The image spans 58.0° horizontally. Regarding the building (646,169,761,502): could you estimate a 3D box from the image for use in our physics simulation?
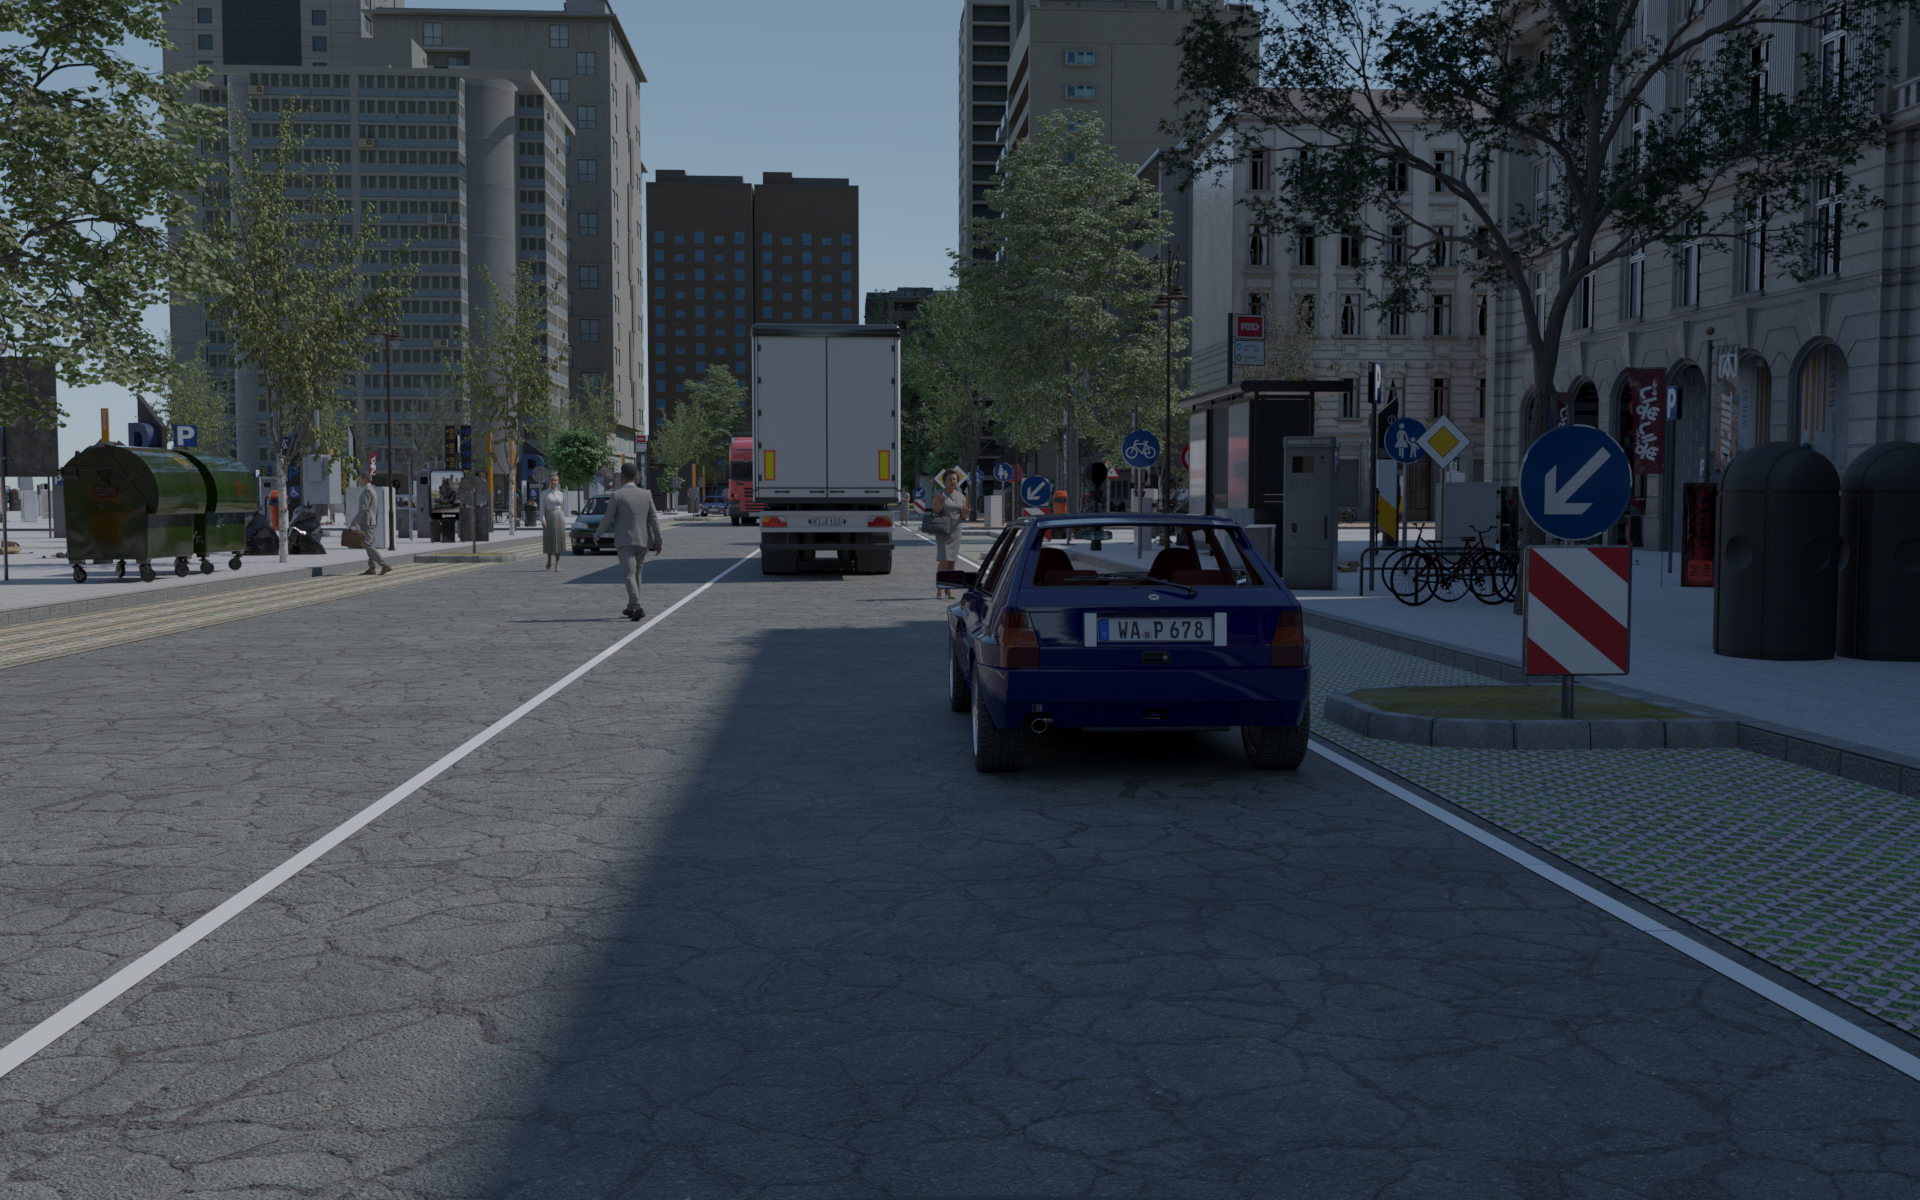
[{"bbox_3d":[-35.752,-36.206,242.085,14.200,45.320,14.600,0,4,-4],"label":"building"}]

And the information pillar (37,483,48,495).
[{"bbox_3d":[-63.204,-7.025,119.348,0.304,2.012,0.304,-2,4,-32],"label":"information pillar"}]

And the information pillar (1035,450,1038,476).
[{"bbox_3d":[4.105,-6.226,93.145,0.183,3.616,0.504,1,4,9],"label":"information pillar"}]

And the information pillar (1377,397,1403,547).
[{"bbox_3d":[10.275,-3.075,41.639,0.504,3.616,0.183,0,4,-7],"label":"information pillar"}]

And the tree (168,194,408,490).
[{"bbox_3d":[-16.659,-5.670,43.074,4.360,8.622,3.978,0,3,0],"label":"tree"}]

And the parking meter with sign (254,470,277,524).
[{"bbox_3d":[-29.991,-4.821,75.081,1.738,3.016,0.543,-2,4,-28],"label":"parking meter with sign"}]

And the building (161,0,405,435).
[{"bbox_3d":[-73.816,-46.132,192.516,20.611,71.187,20.563,0,4,-4],"label":"building"}]

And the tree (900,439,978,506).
[{"bbox_3d":[-0.674,-7.210,101.591,4.285,4.588,4.351,0,3,0],"label":"tree"}]

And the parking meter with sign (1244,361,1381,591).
[{"bbox_3d":[4.713,-1.652,23.264,1.738,3.016,0.543,1,4,22],"label":"parking meter with sign"}]

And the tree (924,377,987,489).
[{"bbox_3d":[-0.421,-9.738,109.574,4.737,8.622,4.395,0,3,0],"label":"tree"}]

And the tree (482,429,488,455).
[{"bbox_3d":[-36.748,-10.818,127.244,4.360,8.622,3.978,0,3,0],"label":"tree"}]

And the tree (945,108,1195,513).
[{"bbox_3d":[3.010,-8.189,52.022,7.486,12.596,7.792,0,3,0],"label":"tree"}]

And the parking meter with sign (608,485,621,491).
[{"bbox_3d":[-23.689,-7.589,120.345,1.738,3.016,0.543,1,4,17],"label":"parking meter with sign"}]

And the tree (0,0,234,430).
[{"bbox_3d":[-12.005,-6.151,18.701,7.486,12.596,7.792,0,3,0],"label":"tree"}]

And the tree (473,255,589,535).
[{"bbox_3d":[-14.044,-6.330,53.851,4.737,8.622,4.395,0,3,0],"label":"tree"}]

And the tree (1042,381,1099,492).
[{"bbox_3d":[6.930,-9.717,109.233,4.737,8.622,4.395,0,3,0],"label":"tree"}]

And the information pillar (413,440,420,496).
[{"bbox_3d":[-23.412,-5.094,74.634,0.183,3.616,0.504,-3,5,-45],"label":"information pillar"}]

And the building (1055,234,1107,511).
[{"bbox_3d":[13.349,-18.694,134.524,11.050,23.489,19.941,0,4,-4],"label":"building"}]

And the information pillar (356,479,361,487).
[{"bbox_3d":[-27.278,-4.545,78.810,0.304,2.012,0.304,2,4,35],"label":"information pillar"}]

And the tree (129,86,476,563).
[{"bbox_3d":[-12.405,-4.993,31.998,4.737,8.622,4.395,0,3,0],"label":"tree"}]

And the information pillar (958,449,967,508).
[{"bbox_3d":[0.130,-6.004,89.521,0.504,3.616,0.183,-1,4,-18],"label":"information pillar"}]

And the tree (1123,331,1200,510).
[{"bbox_3d":[9.099,-7.805,77.972,4.737,8.622,4.395,0,3,0],"label":"tree"}]

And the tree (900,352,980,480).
[{"bbox_3d":[-3.069,-13.381,135.789,9.611,12.733,9.660,0,3,0],"label":"tree"}]

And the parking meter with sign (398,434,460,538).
[{"bbox_3d":[-15.491,-3.317,50.494,1.738,3.016,0.543,-1,4,-10],"label":"parking meter with sign"}]

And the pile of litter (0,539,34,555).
[{"bbox_3d":[-20.521,-1.393,36.738,1.176,0.858,1.719,3,5,42],"label":"pile of litter"}]

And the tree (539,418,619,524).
[{"bbox_3d":[-16.318,-5.502,73.673,4.285,4.588,4.351,0,3,0],"label":"tree"}]

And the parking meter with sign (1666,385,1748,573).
[{"bbox_3d":[12.346,-1.938,27.952,1.738,3.016,0.543,0,4,5],"label":"parking meter with sign"}]

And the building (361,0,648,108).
[{"bbox_3d":[-49.513,-36.757,190.217,27.495,52.752,28.713,0,4,-4],"label":"building"}]

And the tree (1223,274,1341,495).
[{"bbox_3d":[10.891,-6.622,58.635,4.360,8.622,3.978,0,3,0],"label":"tree"}]

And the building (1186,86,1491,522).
[{"bbox_3d":[21.006,-14.421,84.930,18.267,20.994,9.793,0,4,-4],"label":"building"}]

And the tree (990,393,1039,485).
[{"bbox_3d":[4.266,-10.762,126.326,4.360,8.622,3.978,0,3,0],"label":"tree"}]

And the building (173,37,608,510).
[{"bbox_3d":[-47.847,-28.142,152.008,32.217,40.220,23.993,0,4,-4],"label":"building"}]

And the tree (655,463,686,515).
[{"bbox_3d":[-18.843,-7.204,112.392,1.663,3.219,1.824,0,3,0],"label":"tree"}]

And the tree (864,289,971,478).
[{"bbox_3d":[-5.148,-18.637,160.608,12.611,20.169,13.585,0,3,0],"label":"tree"}]

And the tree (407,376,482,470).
[{"bbox_3d":[-32.675,-9.571,106.854,4.360,8.622,3.978,0,3,0],"label":"tree"}]

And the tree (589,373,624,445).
[{"bbox_3d":[-22.224,-9.407,104.164,4.737,8.622,4.395,0,3,0],"label":"tree"}]

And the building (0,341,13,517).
[{"bbox_3d":[-35.261,-12.494,40.428,21.152,22.565,11.583,0,4,-4],"label":"building"}]

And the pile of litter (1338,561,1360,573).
[{"bbox_3d":[6.134,-0.925,29.094,1.176,0.858,1.719,1,4,12],"label":"pile of litter"}]

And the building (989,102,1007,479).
[{"bbox_3d":[15.802,-35.140,194.155,23.786,49.044,30.456,0,4,-4],"label":"building"}]

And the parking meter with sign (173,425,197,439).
[{"bbox_3d":[-19.902,-2.950,44.499,0.543,3.016,1.738,-2,4,-26],"label":"parking meter with sign"}]

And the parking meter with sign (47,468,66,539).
[{"bbox_3d":[-26.155,-3.328,50.677,0.543,3.016,1.738,0,4,5],"label":"parking meter with sign"}]

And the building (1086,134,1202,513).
[{"bbox_3d":[17.042,-17.777,109.728,14.314,24.678,30.058,0,4,-4],"label":"building"}]

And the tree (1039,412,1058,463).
[{"bbox_3d":[7.392,-9.409,104.199,4.360,8.622,3.978,0,3,0],"label":"tree"}]

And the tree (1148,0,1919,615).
[{"bbox_3d":[5.906,-5.099,17.783,8.767,10.594,7.601,1,4,18],"label":"tree"}]

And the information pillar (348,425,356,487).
[{"bbox_3d":[-20.638,-4.128,58.854,0.183,3.616,0.504,-3,4,-36],"label":"information pillar"}]

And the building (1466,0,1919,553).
[{"bbox_3d":[21.444,-11.957,37.303,13.314,21.916,24.055,0,4,-4],"label":"building"}]

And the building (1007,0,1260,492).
[{"bbox_3d":[16.188,-33.300,168.157,21.300,48.544,21.600,0,4,-4],"label":"building"}]

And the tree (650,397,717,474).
[{"bbox_3d":[-20.591,-11.061,131.203,4.737,8.622,4.395,0,3,0],"label":"tree"}]

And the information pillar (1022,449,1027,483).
[{"bbox_3d":[3.327,-5.996,89.382,0.183,3.616,0.504,-1,4,-21],"label":"information pillar"}]

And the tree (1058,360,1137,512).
[{"bbox_3d":[7.910,-8.731,93.108,4.360,8.622,3.978,0,3,0],"label":"tree"}]

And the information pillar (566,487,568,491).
[{"bbox_3d":[-24.904,-7.236,109.669,0.183,3.616,0.504,-1,4,-17],"label":"information pillar"}]

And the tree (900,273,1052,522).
[{"bbox_3d":[0.756,-9.448,80.222,9.928,11.665,9.643,0,3,0],"label":"tree"}]

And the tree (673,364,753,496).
[{"bbox_3d":[-21.151,-14.230,150.788,7.486,12.596,7.792,0,3,0],"label":"tree"}]

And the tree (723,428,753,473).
[{"bbox_3d":[-24.921,-15.141,197.912,4.360,8.622,3.978,0,3,0],"label":"tree"}]
